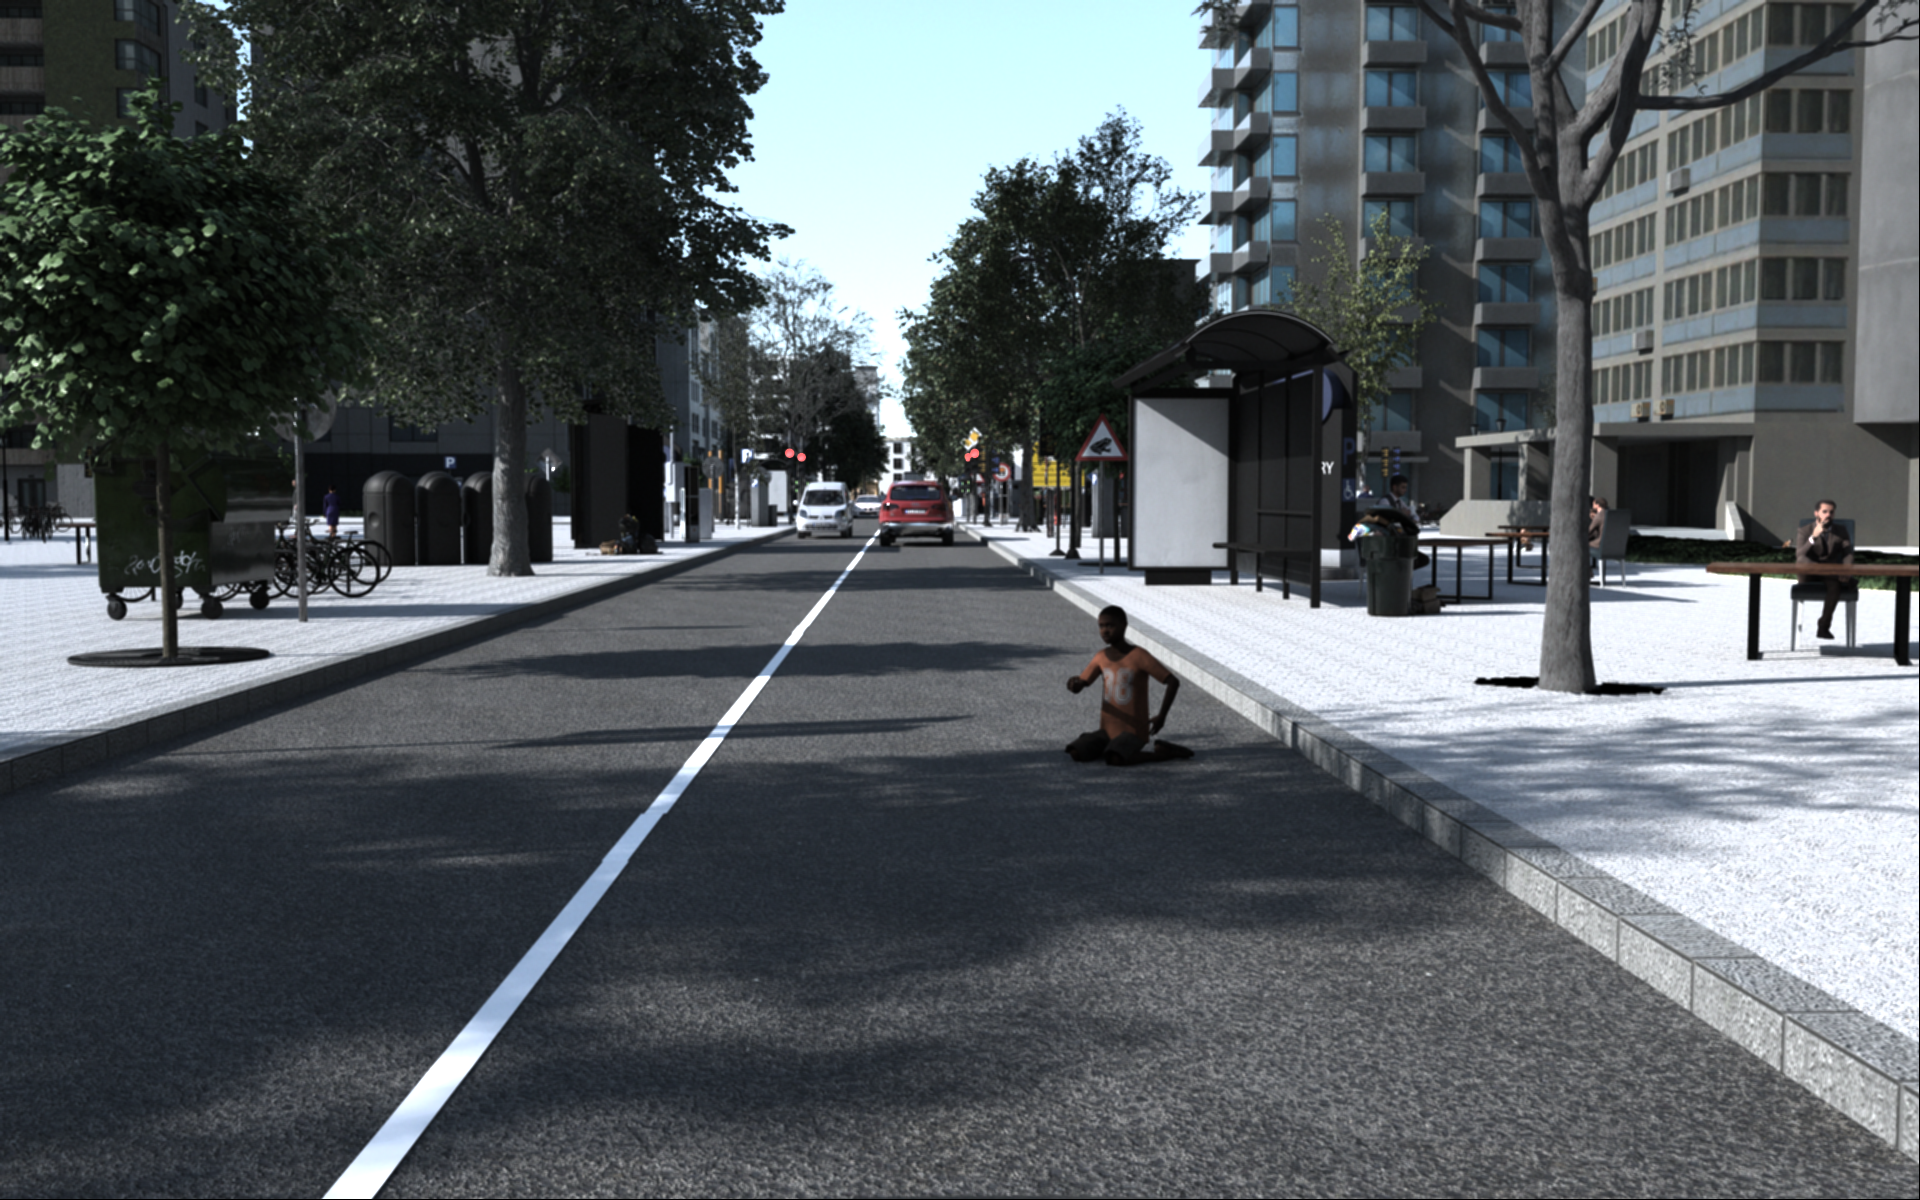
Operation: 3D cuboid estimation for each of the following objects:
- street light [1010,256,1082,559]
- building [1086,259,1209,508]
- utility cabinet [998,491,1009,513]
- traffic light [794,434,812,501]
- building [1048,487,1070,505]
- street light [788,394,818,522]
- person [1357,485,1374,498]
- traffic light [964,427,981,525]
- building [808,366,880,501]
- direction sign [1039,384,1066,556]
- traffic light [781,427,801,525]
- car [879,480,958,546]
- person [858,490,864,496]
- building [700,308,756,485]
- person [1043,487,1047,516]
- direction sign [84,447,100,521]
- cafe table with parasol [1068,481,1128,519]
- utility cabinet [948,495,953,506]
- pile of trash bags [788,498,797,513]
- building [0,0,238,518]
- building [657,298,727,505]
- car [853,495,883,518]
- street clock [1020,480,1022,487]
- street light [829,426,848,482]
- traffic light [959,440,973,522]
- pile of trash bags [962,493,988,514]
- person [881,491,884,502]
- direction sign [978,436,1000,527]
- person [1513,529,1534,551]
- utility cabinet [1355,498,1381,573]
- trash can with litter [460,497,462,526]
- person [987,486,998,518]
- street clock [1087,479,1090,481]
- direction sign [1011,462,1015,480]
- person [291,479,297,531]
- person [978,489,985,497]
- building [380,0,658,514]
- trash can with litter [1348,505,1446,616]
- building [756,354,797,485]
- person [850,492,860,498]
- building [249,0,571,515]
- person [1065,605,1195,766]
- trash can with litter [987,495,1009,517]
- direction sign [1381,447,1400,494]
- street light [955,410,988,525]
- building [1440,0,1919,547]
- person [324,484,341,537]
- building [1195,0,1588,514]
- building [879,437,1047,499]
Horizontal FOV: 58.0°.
[{"bbox_3d":[1.683,-3.759,34.009,1.470,5.913,1.316,0,4,-2],"label":"street light"},{"bbox_3d":[25.347,-18.173,142.171,27.650,21.520,28.899,0,4,-2],"label":"building"},{"bbox_3d":[3.002,-6.463,114.342,0.318,1.500,1.173,3,5,40],"label":"utility cabinet"},{"bbox_3d":[-7.302,-5.587,80.274,0.839,4.253,0.868,0,4,-2],"label":"traffic light"},{"bbox_3d":[19.833,-20.567,202.722,16.747,18.905,31.486,0,4,-2],"label":"building"},{"bbox_3d":[-7.250,-6.583,80.166,1.470,5.913,1.316,0,4,-2],"label":"street light"},{"bbox_3d":[9.681,-1.968,40.908,0.600,1.496,0.574,-2,4,-31],"label":"person"},{"bbox_3d":[0.592,-5.114,72.534,0.839,4.253,0.868,0,4,-2],"label":"traffic light"},{"bbox_3d":[-17.858,-24.751,261.092,11.380,20.091,16.016,0,4,-2],"label":"building"},{"bbox_3d":[2.038,-2.686,35.921,0.876,3.537,0.379,-2,4,-24],"label":"direction sign"},{"bbox_3d":[-7.065,-5.099,72.292,0.839,4.253,0.868,0,4,-2],"label":"traffic light"},{"bbox_3d":[-1.194,-2.479,49.202,2.281,1.827,5.304,0,4,0],"label":"car"},{"bbox_3d":[-11.990,-12.567,212.216,1.217,1.736,0.721,2,4,33],"label":"person"},{"bbox_3d":[-41.925,-21.996,203.600,32.646,21.610,27.936,0,4,-2],"label":"building"},{"bbox_3d":[4.715,-5.513,96.305,0.434,1.807,0.598,0,4,6],"label":"person"},{"bbox_3d":[-41.395,-5.559,82.894,0.876,3.537,0.379,-3,4,-37],"label":"direction sign"},{"bbox_3d":[6.920,-5.170,89.395,2.610,1.966,2.610,1,4,21],"label":"cafe table with parasol"},{"bbox_3d":[-0.550,-6.202,112.566,0.306,1.237,1.020,1,4,11],"label":"utility cabinet"},{"bbox_3d":[-11.057,-6.443,115.094,3.447,1.369,1.912,3,4,36],"label":"pile of trash bags"},{"bbox_3d":[-50.430,-19.986,98.475,14.107,30.474,14.160,0,4,-2],"label":"building"},{"bbox_3d":[-33.075,-18.607,170.677,16.747,18.905,31.486,0,4,-2],"label":"building"},{"bbox_3d":[-5.527,-5.617,104.192,2.083,1.381,4.827,0,4,-3],"label":"car"},{"bbox_3d":[3.132,-4.846,83.808,0.471,2.002,0.358,-2,4,-34],"label":"street clock"},{"bbox_3d":[-8.338,-8.890,117.894,1.470,5.913,1.316,0,4,-2],"label":"street light"},{"bbox_3d":[0.356,-5.602,80.516,0.839,4.253,0.868,0,4,-2],"label":"traffic light"},{"bbox_3d":[1.183,-6.340,113.418,1.912,1.369,3.447,-1,4,-22],"label":"pile of trash bags"},{"bbox_3d":[-8.343,-10.789,185.574,0.551,1.740,0.621,2,4,29],"label":"person"},{"bbox_3d":[1.121,-4.646,67.958,0.876,3.537,0.379,1,4,13],"label":"direction sign"},{"bbox_3d":[12.672,-1.372,38.944,0.381,0.543,0.357,-3,5,-40],"label":"person"},{"bbox_3d":[6.369,-1.043,28.208,1.020,1.237,0.306,-1,4,-17],"label":"utility cabinet"},{"bbox_3d":[-19.542,-3.474,68.194,0.624,1.170,1.055,0,4,-1],"label":"trash can with litter"},{"bbox_3d":[1.670,-5.301,93.441,0.841,1.734,0.376,-2,4,-33],"label":"person"},{"bbox_3d":[6.052,-4.744,82.131,0.358,2.002,0.471,0,4,-2],"label":"street clock"},{"bbox_3d":[3.514,-7.983,122.524,0.876,3.537,0.379,3,5,41],"label":"direction sign"},{"bbox_3d":[-22.776,-3.258,59.444,0.434,1.807,0.598,-1,4,-13],"label":"person"},{"bbox_3d":[2.271,-10.224,173.162,1.348,1.831,0.705,3,5,42],"label":"person"},{"bbox_3d":[-33.524,-42.964,140.720,20.563,71.187,20.611,0,4,-2],"label":"building"},{"bbox_3d":[4.677,-0.431,18.441,1.055,1.170,0.624,-3,5,-41],"label":"trash can with litter"},{"bbox_3d":[-40.045,-25.844,266.529,32.646,21.610,27.936,0,4,-2],"label":"building"},{"bbox_3d":[-12.628,-12.460,209.751,1.348,1.826,0.705,0,4,4],"label":"person"},{"bbox_3d":[-31.991,-41.220,112.196,20.563,71.187,20.611,0,4,-2],"label":"building"},{"bbox_3d":[0.821,0.460,9.272,0.859,0.850,0.655,3,5,40],"label":"person"},{"bbox_3d":[2.401,-5.360,98.694,2.233,1.210,1.678,-3,5,-41],"label":"trash can with litter"},{"bbox_3d":[20.599,-5.560,82.901,0.876,3.537,0.379,1,4,16],"label":"direction sign"},{"bbox_3d":[0.532,-6.067,71.734,1.470,5.913,1.316,0,4,-2],"label":"street light"},{"bbox_3d":[31.355,-21.699,46.667,32.217,40.220,23.993,0,4,-2],"label":"building"},{"bbox_3d":[-16.624,-2.290,45.848,0.453,1.535,0.546,-3,4,-36],"label":"person"},{"bbox_3d":[29.474,-29.639,104.206,30.456,49.044,23.786,0,4,-2],"label":"building"},{"bbox_3d":[1.974,-19.323,258.084,28.070,9.664,9.099,0,4,-2],"label":"building"}]
